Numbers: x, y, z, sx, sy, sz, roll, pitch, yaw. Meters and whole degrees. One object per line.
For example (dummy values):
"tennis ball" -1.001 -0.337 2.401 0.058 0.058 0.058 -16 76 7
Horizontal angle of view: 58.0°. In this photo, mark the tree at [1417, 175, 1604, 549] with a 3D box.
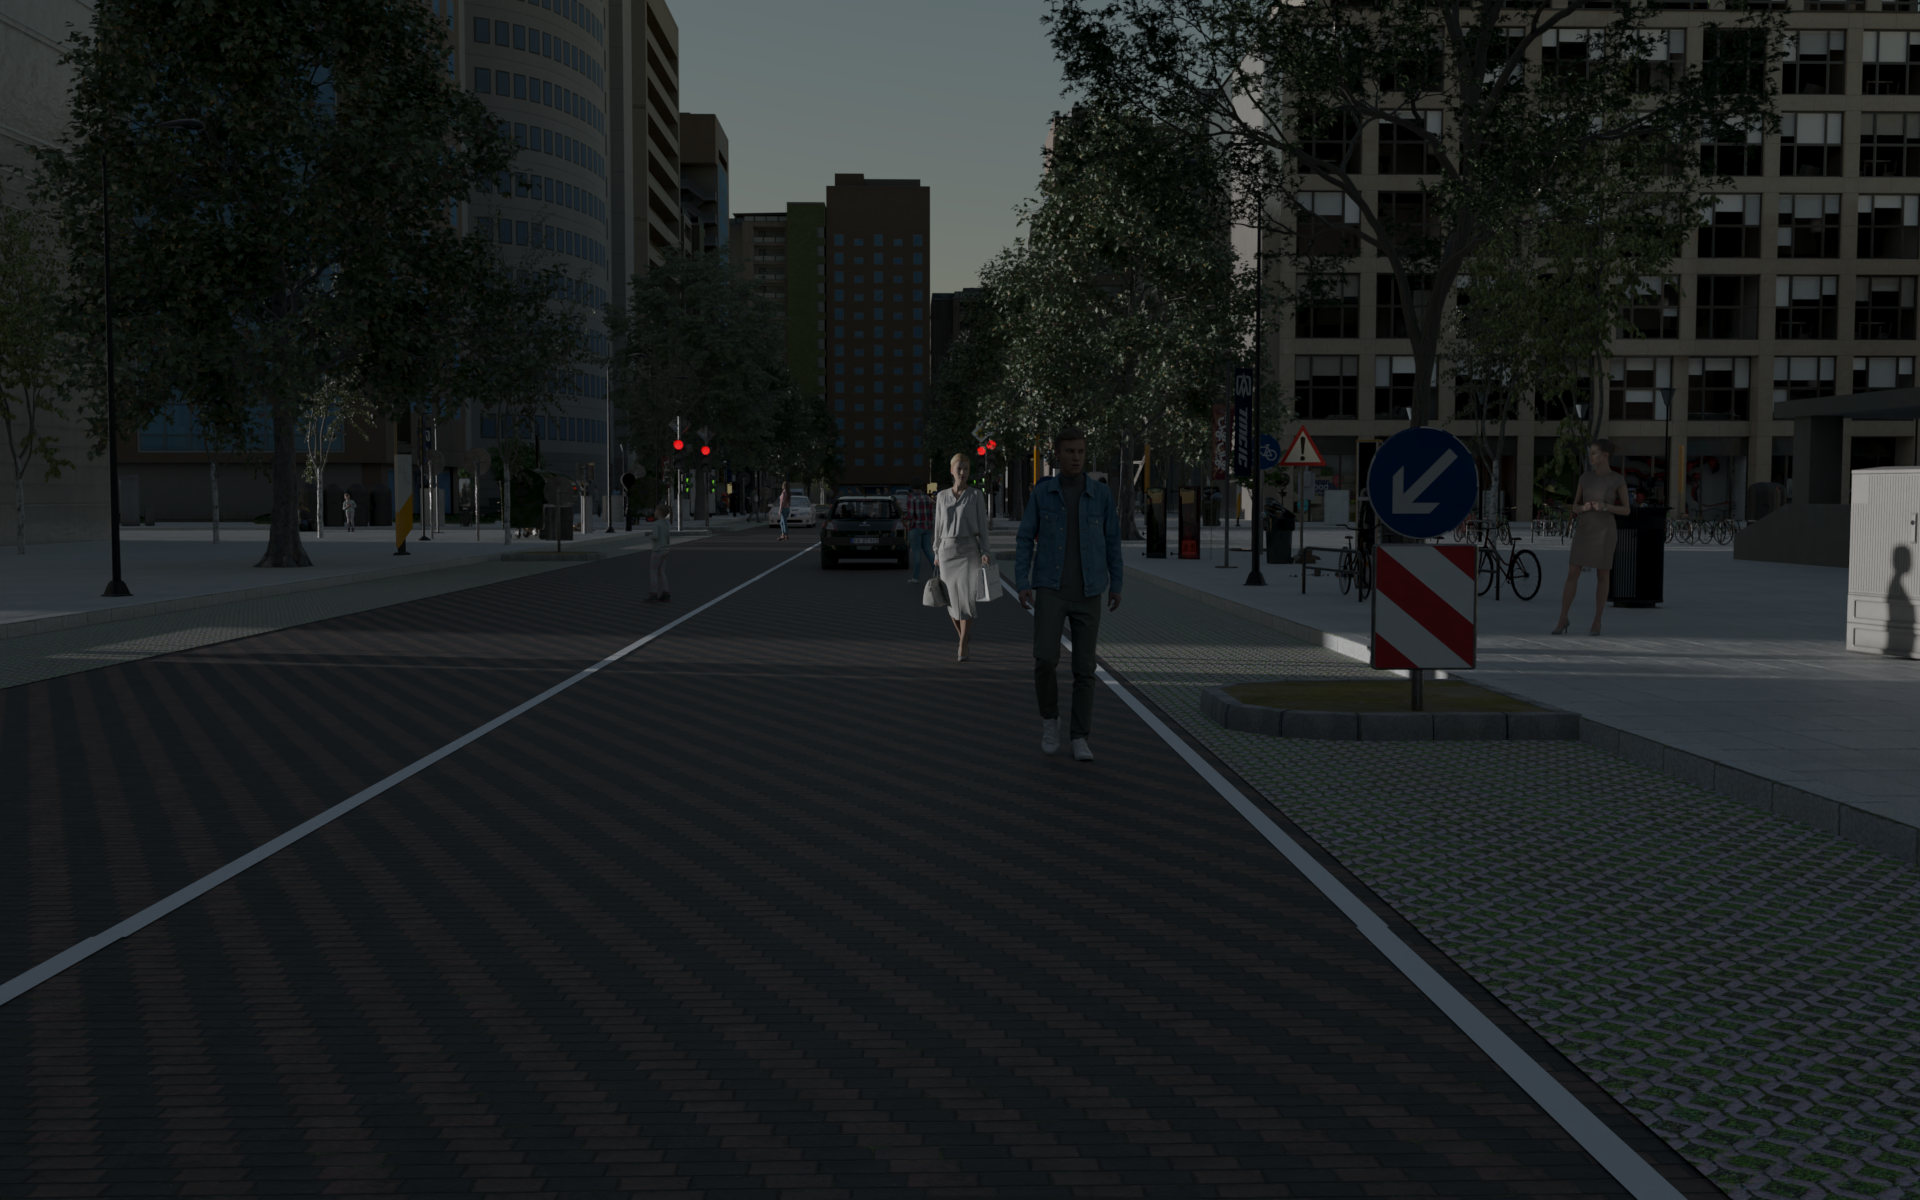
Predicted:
"tree" 11.967 -5.380 38.325 4.360 8.622 3.978 0 3 0

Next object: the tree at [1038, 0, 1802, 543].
"tree" 4.399 -5.049 16.962 8.767 10.594 7.601 2 4 25

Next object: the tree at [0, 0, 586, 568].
"tree" -11.914 -6.934 30.374 9.611 12.733 9.660 0 3 0

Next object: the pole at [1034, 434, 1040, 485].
"pole" 2.614 -3.975 58.835 0.158 3.312 0.155 0 3 0

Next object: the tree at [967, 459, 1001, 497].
"tree" 1.680 -8.063 115.538 4.285 4.588 4.351 0 3 0

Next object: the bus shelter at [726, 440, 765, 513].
"bus shelter" -15.171 -8.815 121.765 2.179 5.291 8.768 0 4 -2

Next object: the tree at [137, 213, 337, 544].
"tree" -18.847 -5.722 43.913 4.360 8.622 3.978 0 3 0

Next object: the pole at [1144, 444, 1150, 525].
"pole" 7.682 -4.724 71.076 0.158 3.312 0.155 0 3 0

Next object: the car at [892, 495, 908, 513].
"car" -4.065 -6.280 115.043 2.083 1.381 4.827 0 4 -1

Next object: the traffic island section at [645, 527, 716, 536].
"traffic island section" -9.741 -2.321 60.233 2.009 0.180 2.903 0 4 -2

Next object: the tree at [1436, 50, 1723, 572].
"tree" 10.160 -4.781 28.538 4.737 8.622 4.395 0 3 0

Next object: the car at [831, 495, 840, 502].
"car" -9.032 -7.437 134.180 1.945 1.354 3.894 0 4 -3

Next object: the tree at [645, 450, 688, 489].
"tree" -22.087 -8.843 128.291 4.285 4.588 4.351 0 3 0

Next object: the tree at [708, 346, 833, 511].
"tree" -14.933 -13.080 130.859 9.611 12.733 9.660 0 3 0

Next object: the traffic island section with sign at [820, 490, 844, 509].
"traffic island section with sign" -12.665 -9.868 169.961 1.989 1.847 2.006 0 4 -2

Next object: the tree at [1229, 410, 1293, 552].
"tree" 6.724 -2.713 38.966 1.663 3.219 1.824 0 3 0

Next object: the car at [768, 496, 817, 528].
"car" -7.196 -3.808 74.620 2.083 1.381 4.827 0 4 -2

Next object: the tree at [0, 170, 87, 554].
"tree" -20.054 -5.267 36.478 4.737 8.622 4.395 0 3 0

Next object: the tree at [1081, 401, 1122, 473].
"tree" 9.839 -10.568 123.144 4.737 8.622 4.395 0 3 0

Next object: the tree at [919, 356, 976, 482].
"tree" 0.900 -15.451 159.285 9.857 13.997 8.962 0 3 0

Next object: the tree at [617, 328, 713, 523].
"tree" -12.874 -7.677 75.878 4.360 8.622 3.978 0 3 0

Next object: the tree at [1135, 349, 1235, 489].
"tree" 10.738 -8.101 82.815 4.360 8.622 3.978 0 3 0

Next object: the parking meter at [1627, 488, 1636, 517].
"parking meter" 26.985 -3.747 69.680 0.372 1.533 0.369 0 3 0

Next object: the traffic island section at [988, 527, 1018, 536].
"traffic island section" 1.096 -2.341 60.549 2.009 0.180 2.903 0 4 -2

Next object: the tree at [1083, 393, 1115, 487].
"tree" 8.333 -9.199 100.766 4.360 8.622 3.978 0 3 0

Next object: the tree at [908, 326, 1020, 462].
"tree" 1.215 -13.224 126.582 12.009 13.543 11.850 0 3 0

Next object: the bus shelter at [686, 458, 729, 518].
"bus shelter" -14.065 -6.266 96.368 2.014 3.302 5.546 0 4 -2

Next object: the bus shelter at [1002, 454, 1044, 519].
"bus shelter" 3.234 -7.167 94.819 2.179 5.291 8.768 0 4 -2

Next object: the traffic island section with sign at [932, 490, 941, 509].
"traffic island section with sign" -3.028 -11.664 199.328 1.989 1.847 2.006 0 4 -2

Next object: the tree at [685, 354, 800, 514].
"tree" -13.857 -10.657 108.659 8.767 10.594 7.601 0 4 7

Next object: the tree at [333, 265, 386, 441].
"tree" -18.598 -6.137 50.703 4.360 8.622 3.978 0 3 0

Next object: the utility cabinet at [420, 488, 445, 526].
"utility cabinet" -20.936 -3.675 68.761 1.173 1.500 0.318 3 4 37

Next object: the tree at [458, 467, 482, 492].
"tree" -28.102 -6.377 98.857 1.663 3.219 1.824 0 3 0

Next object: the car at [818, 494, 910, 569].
"car" -1.848 -1.507 34.426 2.009 1.686 4.222 0 4 -2

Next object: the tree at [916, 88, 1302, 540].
"tree" 4.749 -8.008 47.942 9.611 12.733 9.660 0 3 0

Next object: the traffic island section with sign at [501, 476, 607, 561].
"traffic island section with sign" -8.745 -1.770 37.560 1.989 1.847 2.006 0 4 -2

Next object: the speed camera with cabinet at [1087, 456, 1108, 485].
"speed camera with cabinet" 5.213 -4.727 71.620 2.038 3.252 0.660 -3 5 -42

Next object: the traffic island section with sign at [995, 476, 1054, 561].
"traffic island section with sign" 1.775 -1.789 37.873 1.989 1.847 2.006 0 4 -2

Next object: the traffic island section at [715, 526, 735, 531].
"traffic island section" -9.978 -2.809 68.215 2.009 0.180 2.903 0 4 -2

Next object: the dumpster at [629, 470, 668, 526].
"dumpster" -12.837 -4.190 70.995 1.502 2.255 1.985 0 4 -2

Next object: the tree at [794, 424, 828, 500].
"tree" -15.445 -13.784 175.725 4.360 8.622 3.978 0 3 0

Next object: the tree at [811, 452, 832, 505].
"tree" -17.123 -16.200 215.227 4.737 8.622 4.395 0 3 0

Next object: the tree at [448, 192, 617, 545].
"tree" -11.113 -5.680 43.234 4.360 8.622 3.978 0 3 0

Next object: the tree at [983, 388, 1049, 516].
"tree" 2.560 -9.349 103.219 4.737 8.622 4.395 0 3 0

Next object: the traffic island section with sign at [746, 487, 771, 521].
"traffic island section with sign" -10.386 -5.149 92.817 1.989 1.847 2.006 0 4 -2

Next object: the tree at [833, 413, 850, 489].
"tree" -16.441 -16.553 187.656 9.611 12.733 9.660 0 3 0

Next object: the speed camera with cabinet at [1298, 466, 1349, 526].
"speed camera with cabinet" 14.845 -4.669 70.667 2.038 3.252 0.660 1 4 13

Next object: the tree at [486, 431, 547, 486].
"tree" -23.107 -6.491 89.835 4.285 4.588 4.351 0 3 0

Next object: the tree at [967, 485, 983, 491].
"tree" 1.075 -9.465 149.361 1.663 3.219 1.824 0 3 0

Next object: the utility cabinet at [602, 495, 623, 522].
"utility cabinet" -15.871 -4.160 79.181 0.306 1.237 1.020 3 4 37

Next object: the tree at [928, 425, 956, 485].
"tree" -0.778 -17.794 216.678 9.928 11.665 9.643 0 3 0

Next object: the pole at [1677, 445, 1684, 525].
"pole" 29.936 -4.776 71.936 0.158 3.312 0.155 0 3 0

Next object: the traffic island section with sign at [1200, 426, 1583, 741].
"traffic island section with sign" 2.586 -0.141 10.930 1.989 1.847 2.006 0 4 -2

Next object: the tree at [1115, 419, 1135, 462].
"tree" 10.810 -8.742 93.302 4.360 8.622 3.978 0 3 0

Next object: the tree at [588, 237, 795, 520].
"tree" -12.961 -10.921 85.213 9.857 13.997 8.962 0 3 0
